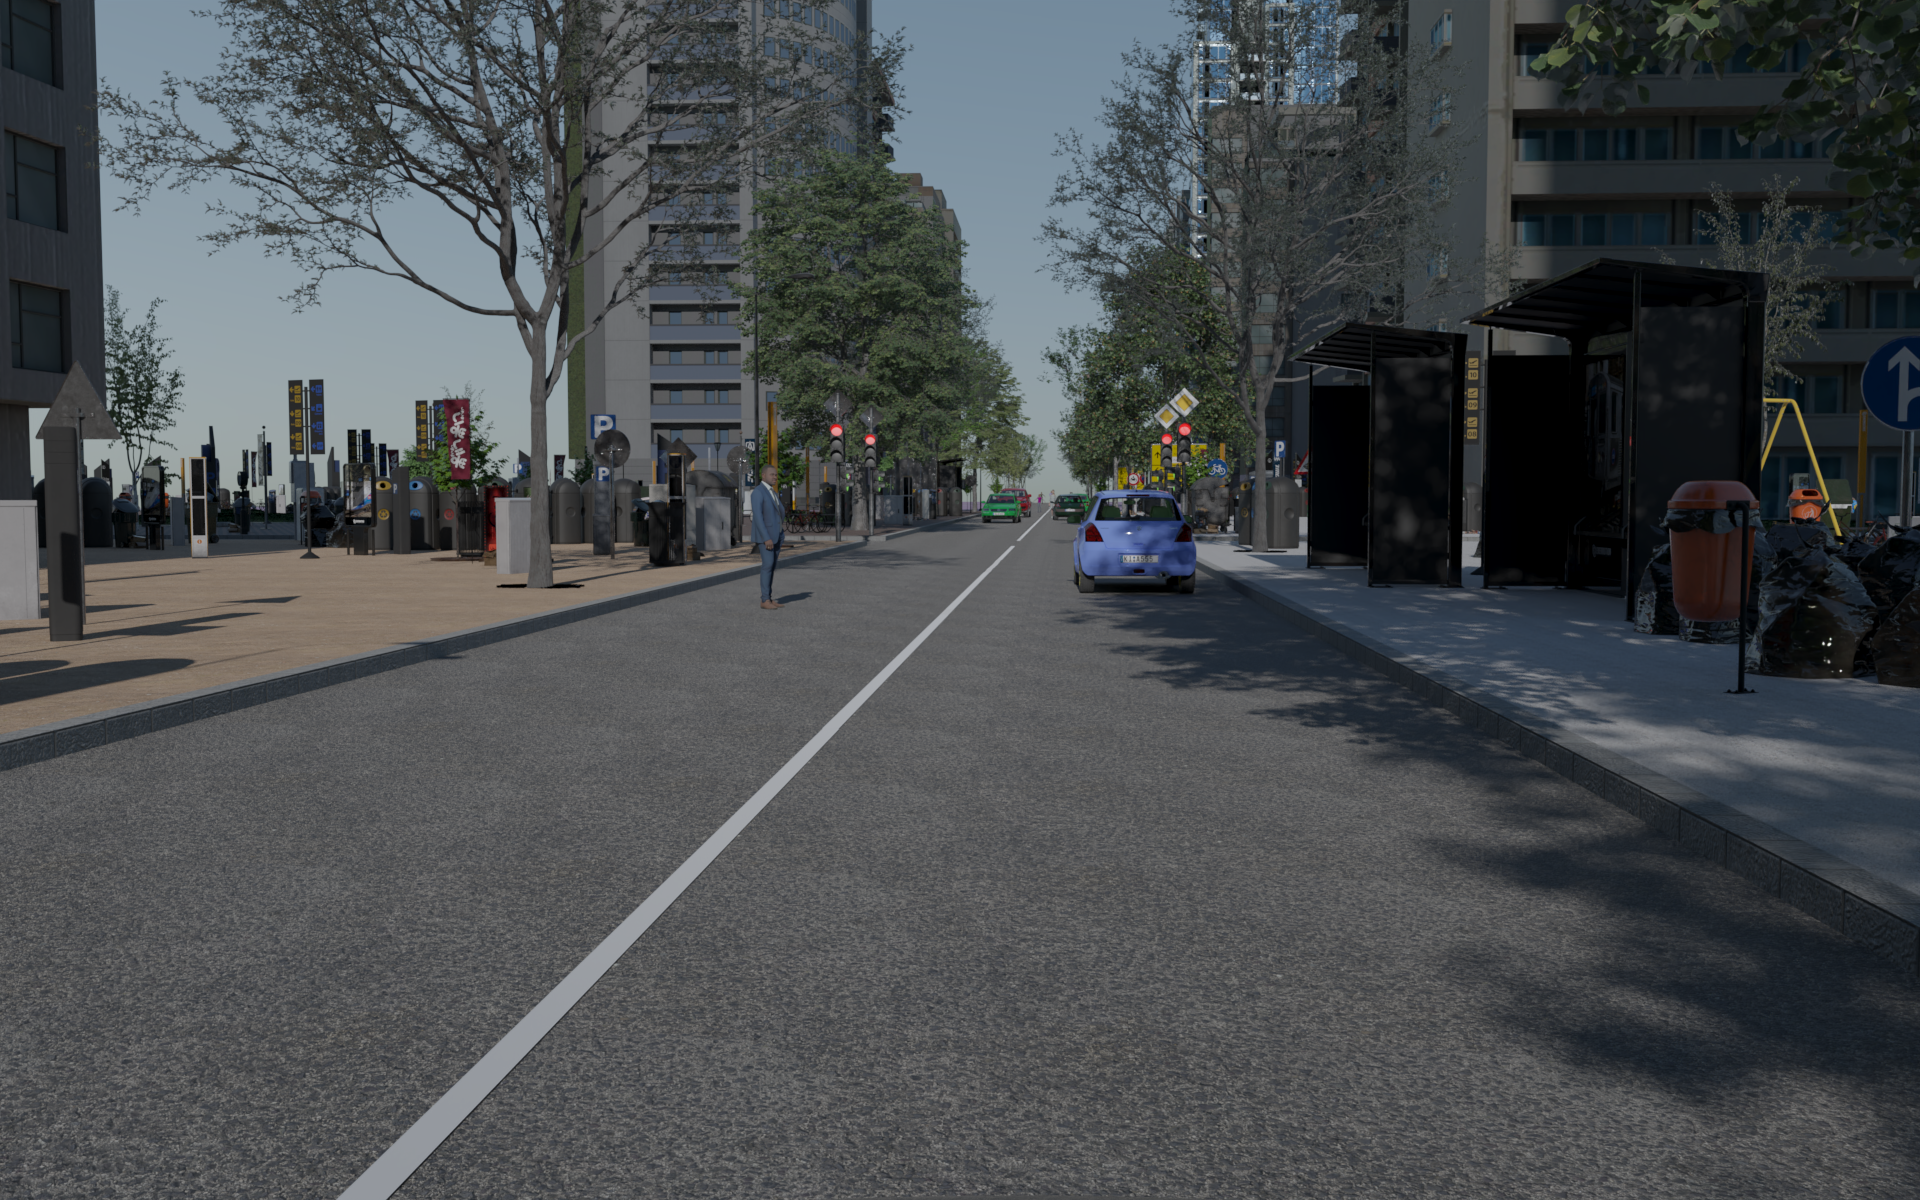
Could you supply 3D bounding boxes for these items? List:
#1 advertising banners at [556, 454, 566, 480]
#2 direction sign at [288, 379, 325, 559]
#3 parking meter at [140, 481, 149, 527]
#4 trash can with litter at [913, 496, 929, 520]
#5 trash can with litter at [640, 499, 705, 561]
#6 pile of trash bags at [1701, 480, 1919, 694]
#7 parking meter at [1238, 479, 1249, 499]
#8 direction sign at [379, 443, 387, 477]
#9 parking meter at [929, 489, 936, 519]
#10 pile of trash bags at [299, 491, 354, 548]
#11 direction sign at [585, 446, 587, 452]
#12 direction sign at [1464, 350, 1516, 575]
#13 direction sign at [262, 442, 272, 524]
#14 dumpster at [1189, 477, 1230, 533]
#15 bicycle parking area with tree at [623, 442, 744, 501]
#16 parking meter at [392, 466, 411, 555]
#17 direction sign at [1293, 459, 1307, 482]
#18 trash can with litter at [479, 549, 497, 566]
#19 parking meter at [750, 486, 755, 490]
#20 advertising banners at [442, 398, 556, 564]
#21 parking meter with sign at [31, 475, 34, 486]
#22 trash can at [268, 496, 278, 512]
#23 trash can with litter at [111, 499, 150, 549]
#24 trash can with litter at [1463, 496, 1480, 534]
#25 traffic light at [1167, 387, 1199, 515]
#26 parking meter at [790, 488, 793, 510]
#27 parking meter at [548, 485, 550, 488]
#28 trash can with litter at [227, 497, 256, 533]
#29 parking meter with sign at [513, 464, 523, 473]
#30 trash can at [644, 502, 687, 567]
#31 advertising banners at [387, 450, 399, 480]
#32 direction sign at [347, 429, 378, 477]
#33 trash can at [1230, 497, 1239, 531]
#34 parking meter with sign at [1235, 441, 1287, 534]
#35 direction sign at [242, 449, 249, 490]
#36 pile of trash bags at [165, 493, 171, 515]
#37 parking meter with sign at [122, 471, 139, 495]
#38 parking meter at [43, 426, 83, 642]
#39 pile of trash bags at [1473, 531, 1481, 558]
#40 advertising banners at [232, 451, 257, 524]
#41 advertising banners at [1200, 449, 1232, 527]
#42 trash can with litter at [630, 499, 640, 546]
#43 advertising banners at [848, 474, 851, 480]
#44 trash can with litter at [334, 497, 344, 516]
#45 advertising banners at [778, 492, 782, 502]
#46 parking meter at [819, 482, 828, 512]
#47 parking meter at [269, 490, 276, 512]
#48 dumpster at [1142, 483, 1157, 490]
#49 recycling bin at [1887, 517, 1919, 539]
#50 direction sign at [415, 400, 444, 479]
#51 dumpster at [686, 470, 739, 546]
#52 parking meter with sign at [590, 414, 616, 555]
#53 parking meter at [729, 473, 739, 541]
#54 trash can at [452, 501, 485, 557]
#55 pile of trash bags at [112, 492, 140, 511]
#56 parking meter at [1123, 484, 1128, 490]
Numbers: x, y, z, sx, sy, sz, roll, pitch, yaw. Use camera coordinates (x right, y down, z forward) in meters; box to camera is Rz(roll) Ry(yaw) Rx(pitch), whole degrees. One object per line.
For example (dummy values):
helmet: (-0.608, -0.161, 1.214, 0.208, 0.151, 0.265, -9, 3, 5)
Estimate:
advertising banners: (-18.398, -4.899, 76.282, 2.074, 3.025, 0.090, -1, 4, -17)
direction sign: (-12.925, -2.589, 34.322, 0.876, 3.537, 0.379, 1, 4, 23)
parking meter: (-31.970, -3.813, 68.047, 0.255, 1.863, 0.399, 1, 4, 18)
trash can with litter: (-2.327, -4.532, 85.153, 1.678, 1.210, 2.233, -1, 4, -17)
trash can with litter: (-5.498, -1.347, 33.411, 1.055, 1.170, 0.624, -3, 5, -41)
pile of trash bags: (6.237, -0.132, 11.916, 3.447, 1.369, 1.912, -2, 4, -24)
parking meter: (11.104, -3.796, 67.768, 0.399, 1.863, 0.255, 0, 4, -4)
direction sign: (-25.894, -5.197, 76.974, 0.876, 3.537, 0.379, -3, 4, -36)
parking meter: (-1.384, -4.848, 87.681, 0.372, 1.533, 0.369, 0, 3, 0)
pile of trash bags: (-15.374, -2.017, 42.737, 3.447, 1.369, 1.912, 3, 5, 43)
direction sign: (-17.646, -5.495, 81.833, 0.379, 3.537, 0.876, 0, 4, -6)
direction sign: (8.305, -2.166, 27.405, 0.876, 3.537, 0.379, 1, 4, 10)
direction sign: (-30.033, -5.076, 74.989, 0.379, 3.537, 0.876, 1, 4, 11)
dumpster: (8.384, -3.199, 58.054, 1.264, 1.857, 1.865, 0, 4, 3)
bicycle parking area with tree: (-16.051, -6.653, 95.783, 8.231, 4.147, 9.016, 1, 4, 10)
parking meter: (-11.890, -1.905, 36.855, 0.255, 1.863, 0.399, -3, 5, -40)
direction sign: (21.972, -7.343, 112.050, 0.876, 3.537, 0.379, 1, 4, 13)
trash can with litter: (-8.079, -1.196, 30.948, 1.055, 1.170, 0.624, 0, 4, 7)
parking meter: (-15.397, -7.523, 128.709, 0.399, 1.863, 0.255, 1, 4, 14)
advertising banners: (-8.418, -2.162, 31.539, 2.074, 3.025, 0.090, 1, 4, 9)
parking meter with sign: (-37.529, -4.481, 69.522, 1.738, 3.016, 0.543, -2, 4, -26)
trash can: (-42.746, -5.862, 107.491, 0.748, 1.137, 0.748, 0, 3, 0)
trash can with litter: (-19.620, -1.817, 41.095, 1.055, 1.170, 0.624, 2, 4, 31)
trash can with litter: (16.405, -2.746, 55.954, 1.678, 1.210, 2.233, -2, 4, -30)
traffic light: (5.900, -3.480, 45.821, 0.839, 4.253, 0.868, 0, 4, 3)
parking meter: (-12.060, -7.193, 123.311, 0.255, 1.863, 0.399, 3, 5, 40)
parking meter: (-27.303, -6.660, 114.598, 0.255, 1.863, 0.399, -3, 5, -41)
trash can with litter: (-24.115, -2.855, 58.069, 0.624, 1.170, 1.055, 0, 4, 1)
parking meter with sign: (-25.369, -6.370, 100.408, 0.543, 3.016, 1.738, 0, 4, 2)
trash can: (-5.216, -1.167, 30.742, 0.748, 1.137, 0.748, 0, 3, 0)
advertising banners: (-21.322, -4.352, 67.340, 2.074, 3.025, 0.090, 1, 4, 12)
direction sign: (-20.940, -4.187, 60.454, 0.876, 3.537, 0.379, 1, 4, 10)
trash can: (9.375, -2.798, 57.402, 0.748, 1.137, 0.748, 0, 3, 0)
parking meter with sign: (9.750, -3.667, 56.224, 1.738, 3.016, 0.543, -2, 4, -28)
direction sign: (-36.203, -5.862, 87.833, 0.379, 3.537, 0.876, -3, 5, -40)
pile of trash bags: (-47.051, -5.666, 102.387, 1.912, 1.369, 3.447, -2, 4, -29)
parking meter with sign: (-63.997, -8.371, 133.134, 1.738, 3.016, 0.543, 1, 4, 15)
parking meter: (-7.870, -0.581, 15.204, 0.255, 1.863, 0.399, -2, 4, -25)
pile of trash bags: (12.160, -1.558, 35.230, 3.447, 1.369, 1.912, -3, 4, -36)
advertising banners: (-28.846, -4.511, 69.948, 0.090, 3.025, 2.074, 0, 4, 5)
advertising banners: (10.022, -4.384, 67.872, 0.090, 3.025, 2.074, 3, 5, 44)
trash can with litter: (-7.508, -1.882, 42.153, 1.055, 1.170, 0.624, 2, 4, 31)
advertising banners: (-8.068, -7.203, 113.963, 2.074, 3.025, 0.090, 1, 4, 20)
trash can with litter: (-23.747, -3.364, 66.393, 0.624, 1.170, 1.055, 0, 4, 6)
advertising banners: (-4.968, -3.081, 46.561, 0.090, 3.025, 2.074, -1, 4, -13)
parking meter: (-6.564, -4.757, 83.483, 0.399, 1.863, 0.255, -3, 5, -42)
parking meter: (-38.371, -5.399, 96.680, 0.372, 1.533, 0.369, 0, 3, 0)
dumpster: (9.666, -4.909, 86.021, 1.264, 1.857, 1.865, 0, 4, 3)
recycling bin: (10.833, -0.408, 19.221, 0.722, 1.027, 0.722, -1, 4, -16)
direction sign: (-12.737, -3.043, 41.755, 0.876, 3.537, 0.379, 1, 4, 22)
dumpster: (-6.143, -2.217, 42.012, 1.264, 1.857, 1.865, 0, 4, 3)
parking meter with sign: (-7.658, -2.501, 37.150, 0.543, 3.016, 1.738, -1, 4, -10)
parking meter: (-6.156, -2.539, 47.222, 0.255, 1.863, 0.399, 0, 4, 0)
trash can: (-9.873, -1.428, 35.007, 0.748, 1.137, 0.748, 0, 3, 0)
pile of trash bags: (-61.305, -7.245, 128.212, 3.447, 1.369, 1.912, -3, 5, -43)
parking meter: (10.017, -6.012, 104.014, 0.399, 1.863, 0.255, 0, 4, -2)
